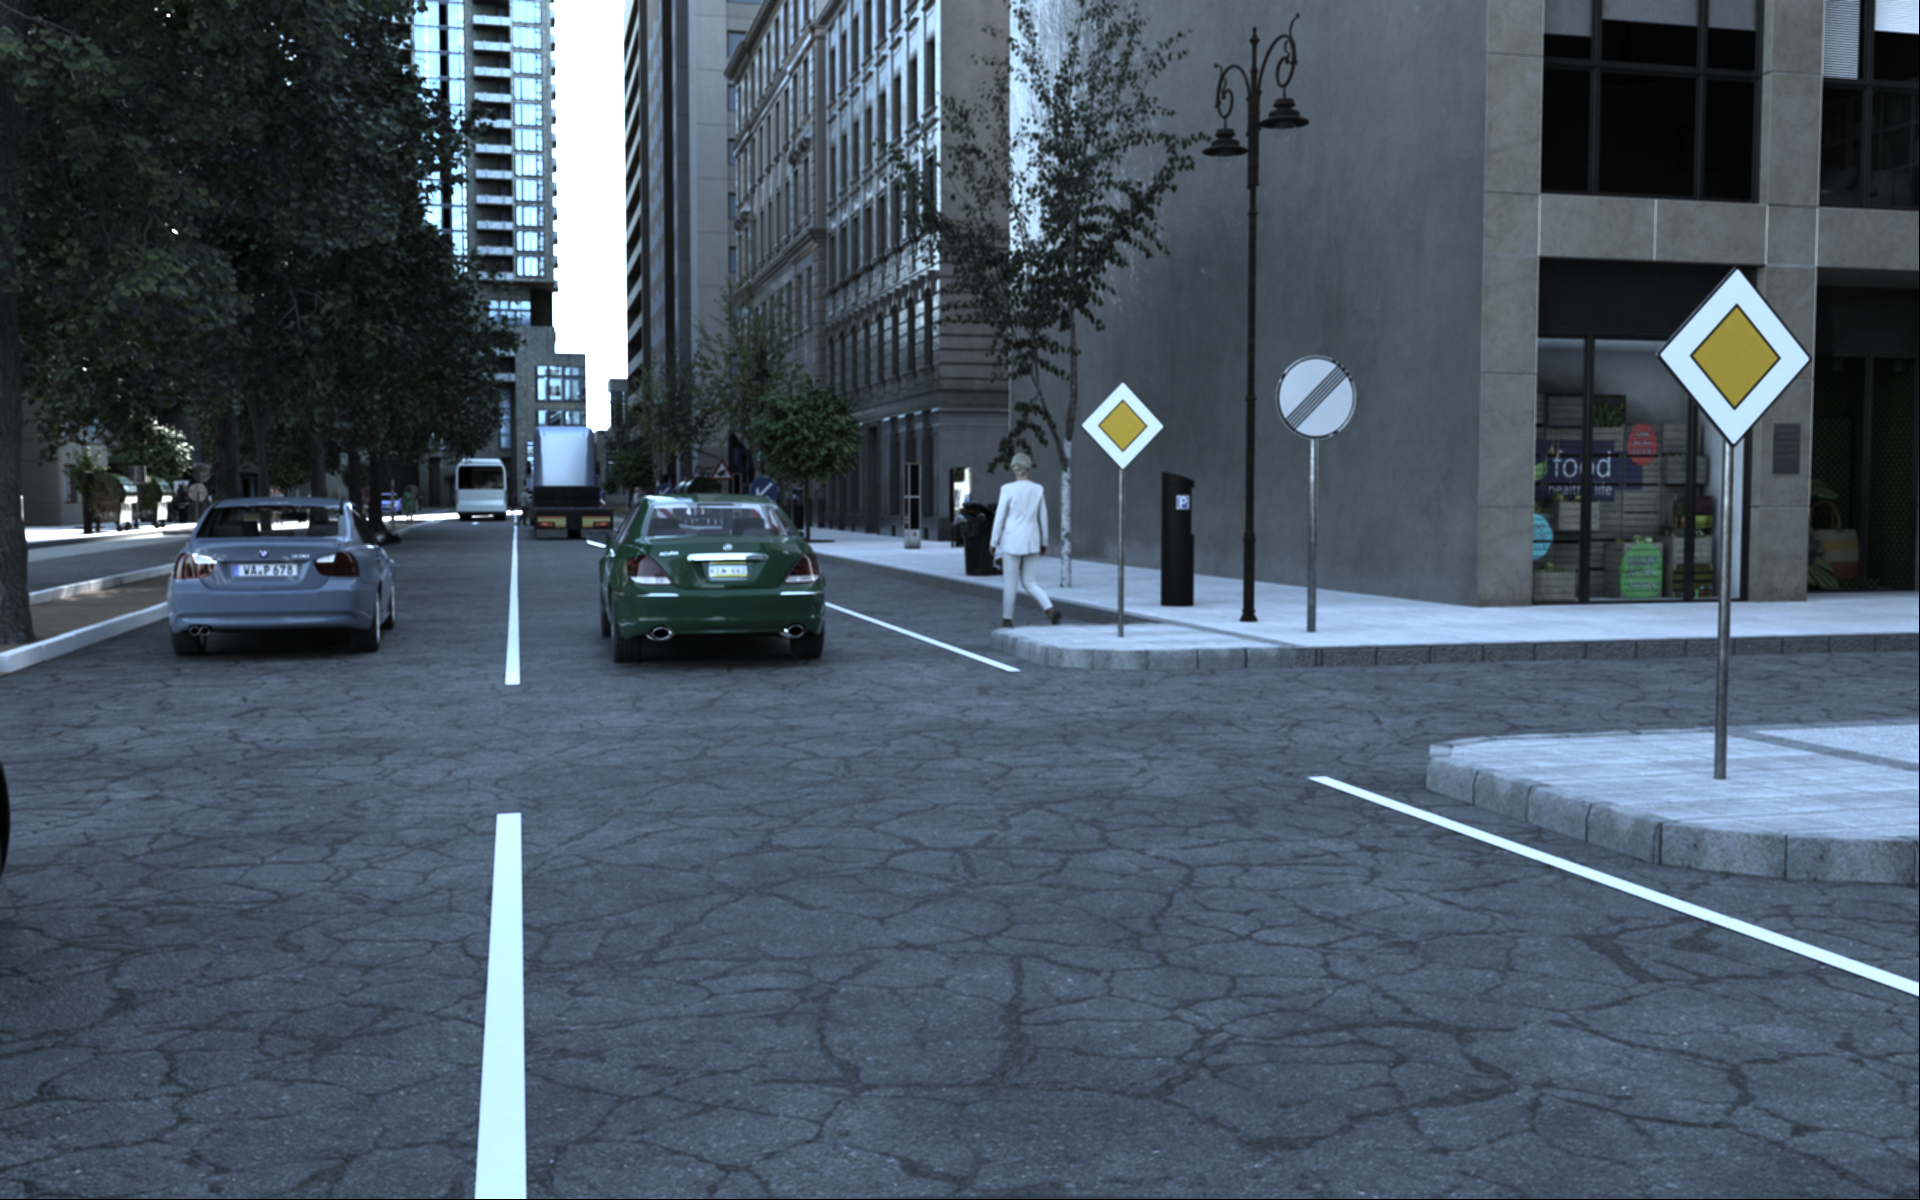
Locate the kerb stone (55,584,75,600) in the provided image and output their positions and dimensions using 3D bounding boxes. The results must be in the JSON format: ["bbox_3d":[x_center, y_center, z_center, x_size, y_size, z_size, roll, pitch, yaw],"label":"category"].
[{"bbox_3d":[-12.339,-0.092,23.704,0.120,0.150,1.000,-1,4,-14],"label":"kerb stone"}]

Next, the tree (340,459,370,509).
[{"bbox_3d":[-52.368,-10.226,150.915,4.285,4.588,4.351,0,3,0],"label":"tree"}]

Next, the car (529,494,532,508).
[{"bbox_3d":[-33.610,-7.659,137.225,2.014,1.417,4.499,-1,4,-14],"label":"car"}]

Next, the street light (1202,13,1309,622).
[{"bbox_3d":[2.912,-2.723,17.301,0.468,5.910,1.993,-1,4,-14],"label":"street light"}]

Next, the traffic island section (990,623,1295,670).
[{"bbox_3d":[1.461,0.411,15.561,2.009,0.180,2.903,-1,4,-14],"label":"traffic island section"}]

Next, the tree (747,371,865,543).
[{"bbox_3d":[-4.089,-3.838,46.473,4.285,4.588,4.351,0,3,0],"label":"tree"}]

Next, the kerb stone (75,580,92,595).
[{"bbox_3d":[-12.597,-0.153,24.694,0.120,0.150,1.000,-1,4,-14],"label":"kerb stone"}]

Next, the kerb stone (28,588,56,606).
[{"bbox_3d":[-12.086,-0.025,22.708,0.120,0.150,1.000,-1,4,-14],"label":"kerb stone"}]

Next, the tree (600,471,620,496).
[{"bbox_3d":[-29.559,-9.333,147.199,1.663,3.219,1.824,0,3,0],"label":"tree"}]

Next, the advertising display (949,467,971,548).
[{"bbox_3d":[0.010,-2.245,41.927,0.123,1.923,0.974,2,4,26],"label":"advertising display"}]

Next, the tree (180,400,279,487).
[{"bbox_3d":[-37.321,-8.417,87.980,4.737,8.622,4.395,0,3,0],"label":"tree"}]

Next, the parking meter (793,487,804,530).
[{"bbox_3d":[-5.844,-3.315,62.604,0.372,1.533,0.369,0,3,0],"label":"parking meter"}]

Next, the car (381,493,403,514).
[{"bbox_3d":[-41.328,-7.078,125.314,1.945,1.707,3.694,-1,4,-15],"label":"car"}]

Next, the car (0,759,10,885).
[{"bbox_3d":[-3.465,0.372,3.703,2.009,1.686,4.222,-1,4,-13],"label":"car"}]

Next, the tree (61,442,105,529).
[{"bbox_3d":[-32.402,-4.268,64.383,1.663,3.219,1.824,0,3,0],"label":"tree"}]

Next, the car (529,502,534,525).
[{"bbox_3d":[-19.086,-4.209,80.617,2.131,1.459,4.920,-1,4,-14],"label":"car"}]

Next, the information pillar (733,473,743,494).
[{"bbox_3d":[-7.819,-3.457,61.019,0.304,2.012,0.304,0,4,6],"label":"information pillar"}]

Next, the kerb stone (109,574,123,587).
[{"bbox_3d":[-13.105,-0.274,26.681,0.120,0.150,1.000,-1,4,-14],"label":"kerb stone"}]

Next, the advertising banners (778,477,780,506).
[{"bbox_3d":[-5.647,-3.530,53.899,0.090,3.025,2.074,0,4,-5],"label":"advertising banners"}]

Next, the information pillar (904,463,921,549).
[{"bbox_3d":[-1.120,-2.214,40.688,0.304,2.012,0.304,-2,4,-23],"label":"information pillar"}]

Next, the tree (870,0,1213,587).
[{"bbox_3d":[1.228,-4.484,23.675,4.360,8.622,3.978,0,3,0],"label":"tree"}]

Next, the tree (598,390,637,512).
[{"bbox_3d":[-23.526,-10.520,122.371,4.360,8.622,3.978,0,3,0],"label":"tree"}]

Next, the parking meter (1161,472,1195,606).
[{"bbox_3d":[2.502,-0.703,19.908,0.372,1.533,0.369,0,3,0],"label":"parking meter"}]

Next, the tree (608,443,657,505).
[{"bbox_3d":[-20.815,-7.768,110.727,4.285,4.588,4.351,0,3,0],"label":"tree"}]

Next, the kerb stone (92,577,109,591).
[{"bbox_3d":[-12.846,-0.213,25.685,0.120,0.150,1.000,-1,4,-14],"label":"kerb stone"}]

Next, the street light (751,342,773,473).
[{"bbox_3d":[-6.047,-4.898,52.875,0.468,5.910,1.993,-1,4,-14],"label":"street light"}]

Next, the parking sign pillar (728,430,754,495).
[{"bbox_3d":[-9.248,-5.189,73.319,1.447,3.967,1.447,2,4,28],"label":"parking sign pillar"}]

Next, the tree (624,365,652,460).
[{"bbox_3d":[-16.192,-8.776,93.847,4.737,8.622,4.395,0,3,0],"label":"tree"}]

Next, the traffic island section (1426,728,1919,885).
[{"bbox_3d":[3.444,0.884,7.825,2.009,0.180,2.903,-1,4,-14],"label":"traffic island section"}]

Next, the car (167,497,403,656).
[{"bbox_3d":[-6.471,-0.292,16.776,2.014,1.417,4.499,-1,4,-15],"label":"car"}]

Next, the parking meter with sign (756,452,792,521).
[{"bbox_3d":[-7.057,-4.268,66.049,0.543,3.016,1.738,2,4,28],"label":"parking meter with sign"}]

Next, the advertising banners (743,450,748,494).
[{"bbox_3d":[-8.495,-4.434,68.686,0.090,3.025,2.074,0,4,-1],"label":"advertising banners"}]

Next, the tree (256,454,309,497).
[{"bbox_3d":[-41.052,-7.450,105.525,4.285,4.588,4.351,0,3,0],"label":"tree"}]

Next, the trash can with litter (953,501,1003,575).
[{"bbox_3d":[0.454,-0.987,27.530,1.055,1.170,0.624,-3,5,-42],"label":"trash can with litter"}]

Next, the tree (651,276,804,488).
[{"bbox_3d":[-6.906,-6.564,57.687,4.737,8.622,4.395,0,3,0],"label":"tree"}]

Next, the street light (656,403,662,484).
[{"bbox_3d":[-15.257,-7.070,88.385,0.468,5.910,1.993,-1,4,-14],"label":"street light"}]

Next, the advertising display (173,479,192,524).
[{"bbox_3d":[-33.878,-4.296,75.461,0.974,1.923,0.123,1,4,22],"label":"advertising display"}]

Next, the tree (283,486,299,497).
[{"bbox_3d":[-43.482,-9.952,113.075,4.737,8.622,4.395,0,3,0],"label":"tree"}]

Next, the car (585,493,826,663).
[{"bbox_3d":[-2.421,-0.276,16.315,2.131,1.459,4.920,-1,4,-13],"label":"car"}]

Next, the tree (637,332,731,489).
[{"bbox_3d":[-12.372,-7.824,78.292,4.360,8.622,3.978,0,3,0],"label":"tree"}]
